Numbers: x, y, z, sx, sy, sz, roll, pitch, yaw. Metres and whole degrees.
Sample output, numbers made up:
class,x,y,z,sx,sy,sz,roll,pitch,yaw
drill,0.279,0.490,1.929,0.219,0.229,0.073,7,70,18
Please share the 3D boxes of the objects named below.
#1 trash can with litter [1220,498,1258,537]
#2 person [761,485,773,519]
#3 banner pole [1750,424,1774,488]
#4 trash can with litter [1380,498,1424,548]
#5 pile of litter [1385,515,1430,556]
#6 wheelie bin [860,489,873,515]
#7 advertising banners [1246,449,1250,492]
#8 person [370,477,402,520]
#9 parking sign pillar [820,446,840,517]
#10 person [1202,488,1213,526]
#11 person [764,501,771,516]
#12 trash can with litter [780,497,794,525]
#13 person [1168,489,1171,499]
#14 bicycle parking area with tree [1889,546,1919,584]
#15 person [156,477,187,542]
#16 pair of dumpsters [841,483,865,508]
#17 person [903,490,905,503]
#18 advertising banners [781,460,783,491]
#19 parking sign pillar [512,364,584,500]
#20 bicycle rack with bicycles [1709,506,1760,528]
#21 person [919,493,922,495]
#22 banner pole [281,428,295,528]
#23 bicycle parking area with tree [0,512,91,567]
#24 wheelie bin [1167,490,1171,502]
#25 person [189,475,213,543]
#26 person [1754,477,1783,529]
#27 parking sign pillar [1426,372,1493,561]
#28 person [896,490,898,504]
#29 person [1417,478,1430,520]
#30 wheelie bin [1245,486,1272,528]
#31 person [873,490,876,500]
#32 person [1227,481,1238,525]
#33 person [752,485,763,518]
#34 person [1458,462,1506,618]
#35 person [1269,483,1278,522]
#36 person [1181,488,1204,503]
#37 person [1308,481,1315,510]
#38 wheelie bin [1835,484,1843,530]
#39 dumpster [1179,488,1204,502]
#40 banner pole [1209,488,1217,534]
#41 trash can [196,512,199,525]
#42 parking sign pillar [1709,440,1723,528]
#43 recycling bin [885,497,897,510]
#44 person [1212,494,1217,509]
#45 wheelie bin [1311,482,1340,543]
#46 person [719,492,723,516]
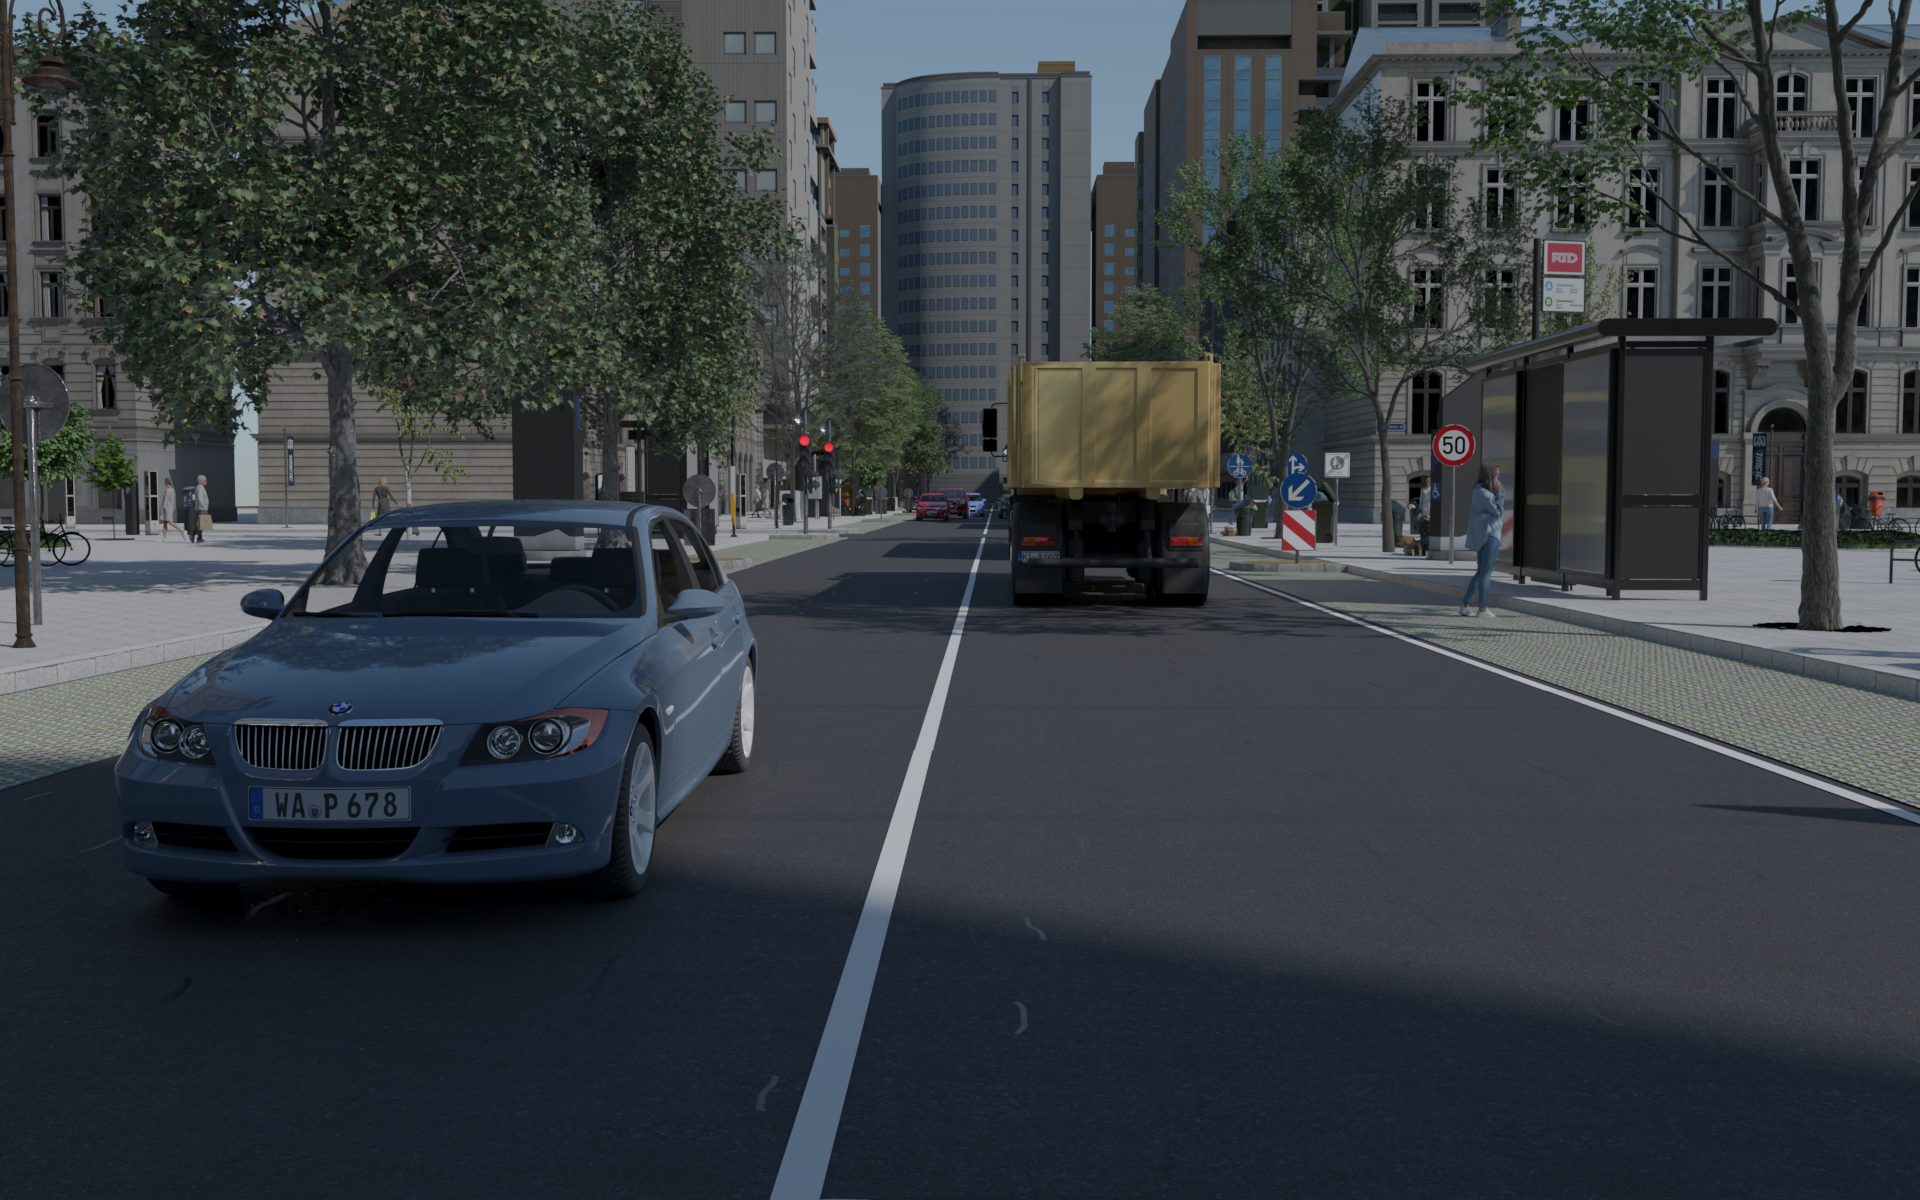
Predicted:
class,x,y,z,sx,sy,sz,roll,pitch,yaw
trash can with litter,8.452,-2.518,52.561,1.055,1.170,0.624,-2,4,-27
person,-9.899,-5.003,88.592,0.466,1.731,0.760,3,4,39
banner pole,28.951,-4.427,62.403,0.863,3.779,0.401,2,4,34
trash can with litter,10.589,-1.847,41.589,0.624,1.170,1.055,-2,4,-26
pile of litter,9.818,-1.366,36.295,1.719,0.858,1.176,2,4,35
wheelie bin,-5.815,-6.004,106.072,0.693,1.594,0.980,3,4,36
advertising banners,11.178,-4.303,66.539,0.090,3.025,2.074,0,4,-1
person,-17.284,-2.846,52.798,1.509,1.804,0.699,2,4,27
parking sign pillar,-7.497,-6.707,98.129,1.447,3.967,1.447,0,3,0
person,9.654,-3.762,67.901,0.624,1.780,0.694,0,4,-6
person,-11.181,-5.513,100.448,0.475,1.303,0.640,3,5,41
trash can with litter,-7.104,-3.640,70.906,0.624,1.170,1.055,-1,4,-10
person,16.196,-7.841,134.467,0.478,1.798,0.641,-2,4,-34
bicycle parking area with tree,18.047,-2.297,24.556,8.231,4.147,9.016,-2,4,-27
person,-21.310,-2.444,46.753,0.760,1.731,0.466,-3,5,-44
pair of dumpsters,-7.269,-7.036,117.530,1.574,2.255,4.437,0,4,1
person,-6.463,-11.656,197.330,1.217,1.743,0.721,-1,4,-16
advertising banners,-9.081,-5.683,89.109,0.090,3.025,2.074,0,4,1
parking sign pillar,-8.046,-2.773,33.804,1.447,3.967,1.447,1,4,11
bicycle rack with bicycles,23.569,-2.487,54.050,2.852,0.926,2.925,-1,4,-14
person,-4.016,-10.224,176.445,0.421,1.427,0.697,-1,4,-14
banner pole,-25.430,-4.626,65.647,0.401,3.779,0.863,0,4,8
bicycle parking area with tree,-20.587,-2.609,29.667,9.016,4.147,8.231,-3,5,-43
wheelie bin,8.881,-4.150,75.755,0.693,1.594,0.980,-1,4,-9
person,-19.804,-2.361,45.139,0.515,1.767,0.782,-2,4,-32
person,22.040,-2.479,47.243,0.731,1.740,0.598,2,4,31
parking sign pillar,9.817,-2.761,33.619,1.447,3.967,1.447,-1,4,-16
person,-7.398,-11.836,200.250,0.721,1.739,1.217,0,4,8
person,14.348,-2.844,52.899,0.694,1.780,0.624,2,4,31
wheelie bin,11.108,-3.470,64.645,0.980,1.594,0.693,0,3,0
person,-10.089,-11.869,200.931,0.721,1.723,1.217,2,4,31
person,11.395,-4.002,71.461,0.713,1.824,0.794,1,4,9
person,-11.015,-5.348,93.711,0.641,1.798,0.478,-2,4,-25
person,6.029,-0.687,19.996,0.793,1.790,0.793,-2,4,-30
person,14.533,-4.517,80.071,0.466,1.800,0.511,2,4,25
person,6.289,-2.343,46.989,0.473,1.802,0.592,-1,4,-23
person,14.097,-3.861,69.054,0.514,1.842,0.818,-3,5,-43
wheelie bin,26.703,-2.781,53.384,0.980,1.594,0.693,3,4,38
dumpster,10.556,-4.442,78.390,1.264,1.857,1.865,0,4,1
banner pole,8.121,-4.007,55.531,0.401,3.779,0.863,0,4,-6
trash can,-29.064,-3.306,65.713,0.748,1.137,0.748,0,3,0
parking sign pillar,26.953,-4.537,62.649,1.447,3.967,1.447,0,4,1
recycling bin,-5.366,-7.526,135.605,0.722,1.027,0.722,2,4,28
person,21.674,-8.404,146.678,0.991,1.433,0.599,-1,4,-19
wheelie bin,9.541,-2.293,45.391,0.693,1.594,0.980,1,4,23
person,-14.019,-5.771,100.577,0.590,1.801,0.661,1,4,11
